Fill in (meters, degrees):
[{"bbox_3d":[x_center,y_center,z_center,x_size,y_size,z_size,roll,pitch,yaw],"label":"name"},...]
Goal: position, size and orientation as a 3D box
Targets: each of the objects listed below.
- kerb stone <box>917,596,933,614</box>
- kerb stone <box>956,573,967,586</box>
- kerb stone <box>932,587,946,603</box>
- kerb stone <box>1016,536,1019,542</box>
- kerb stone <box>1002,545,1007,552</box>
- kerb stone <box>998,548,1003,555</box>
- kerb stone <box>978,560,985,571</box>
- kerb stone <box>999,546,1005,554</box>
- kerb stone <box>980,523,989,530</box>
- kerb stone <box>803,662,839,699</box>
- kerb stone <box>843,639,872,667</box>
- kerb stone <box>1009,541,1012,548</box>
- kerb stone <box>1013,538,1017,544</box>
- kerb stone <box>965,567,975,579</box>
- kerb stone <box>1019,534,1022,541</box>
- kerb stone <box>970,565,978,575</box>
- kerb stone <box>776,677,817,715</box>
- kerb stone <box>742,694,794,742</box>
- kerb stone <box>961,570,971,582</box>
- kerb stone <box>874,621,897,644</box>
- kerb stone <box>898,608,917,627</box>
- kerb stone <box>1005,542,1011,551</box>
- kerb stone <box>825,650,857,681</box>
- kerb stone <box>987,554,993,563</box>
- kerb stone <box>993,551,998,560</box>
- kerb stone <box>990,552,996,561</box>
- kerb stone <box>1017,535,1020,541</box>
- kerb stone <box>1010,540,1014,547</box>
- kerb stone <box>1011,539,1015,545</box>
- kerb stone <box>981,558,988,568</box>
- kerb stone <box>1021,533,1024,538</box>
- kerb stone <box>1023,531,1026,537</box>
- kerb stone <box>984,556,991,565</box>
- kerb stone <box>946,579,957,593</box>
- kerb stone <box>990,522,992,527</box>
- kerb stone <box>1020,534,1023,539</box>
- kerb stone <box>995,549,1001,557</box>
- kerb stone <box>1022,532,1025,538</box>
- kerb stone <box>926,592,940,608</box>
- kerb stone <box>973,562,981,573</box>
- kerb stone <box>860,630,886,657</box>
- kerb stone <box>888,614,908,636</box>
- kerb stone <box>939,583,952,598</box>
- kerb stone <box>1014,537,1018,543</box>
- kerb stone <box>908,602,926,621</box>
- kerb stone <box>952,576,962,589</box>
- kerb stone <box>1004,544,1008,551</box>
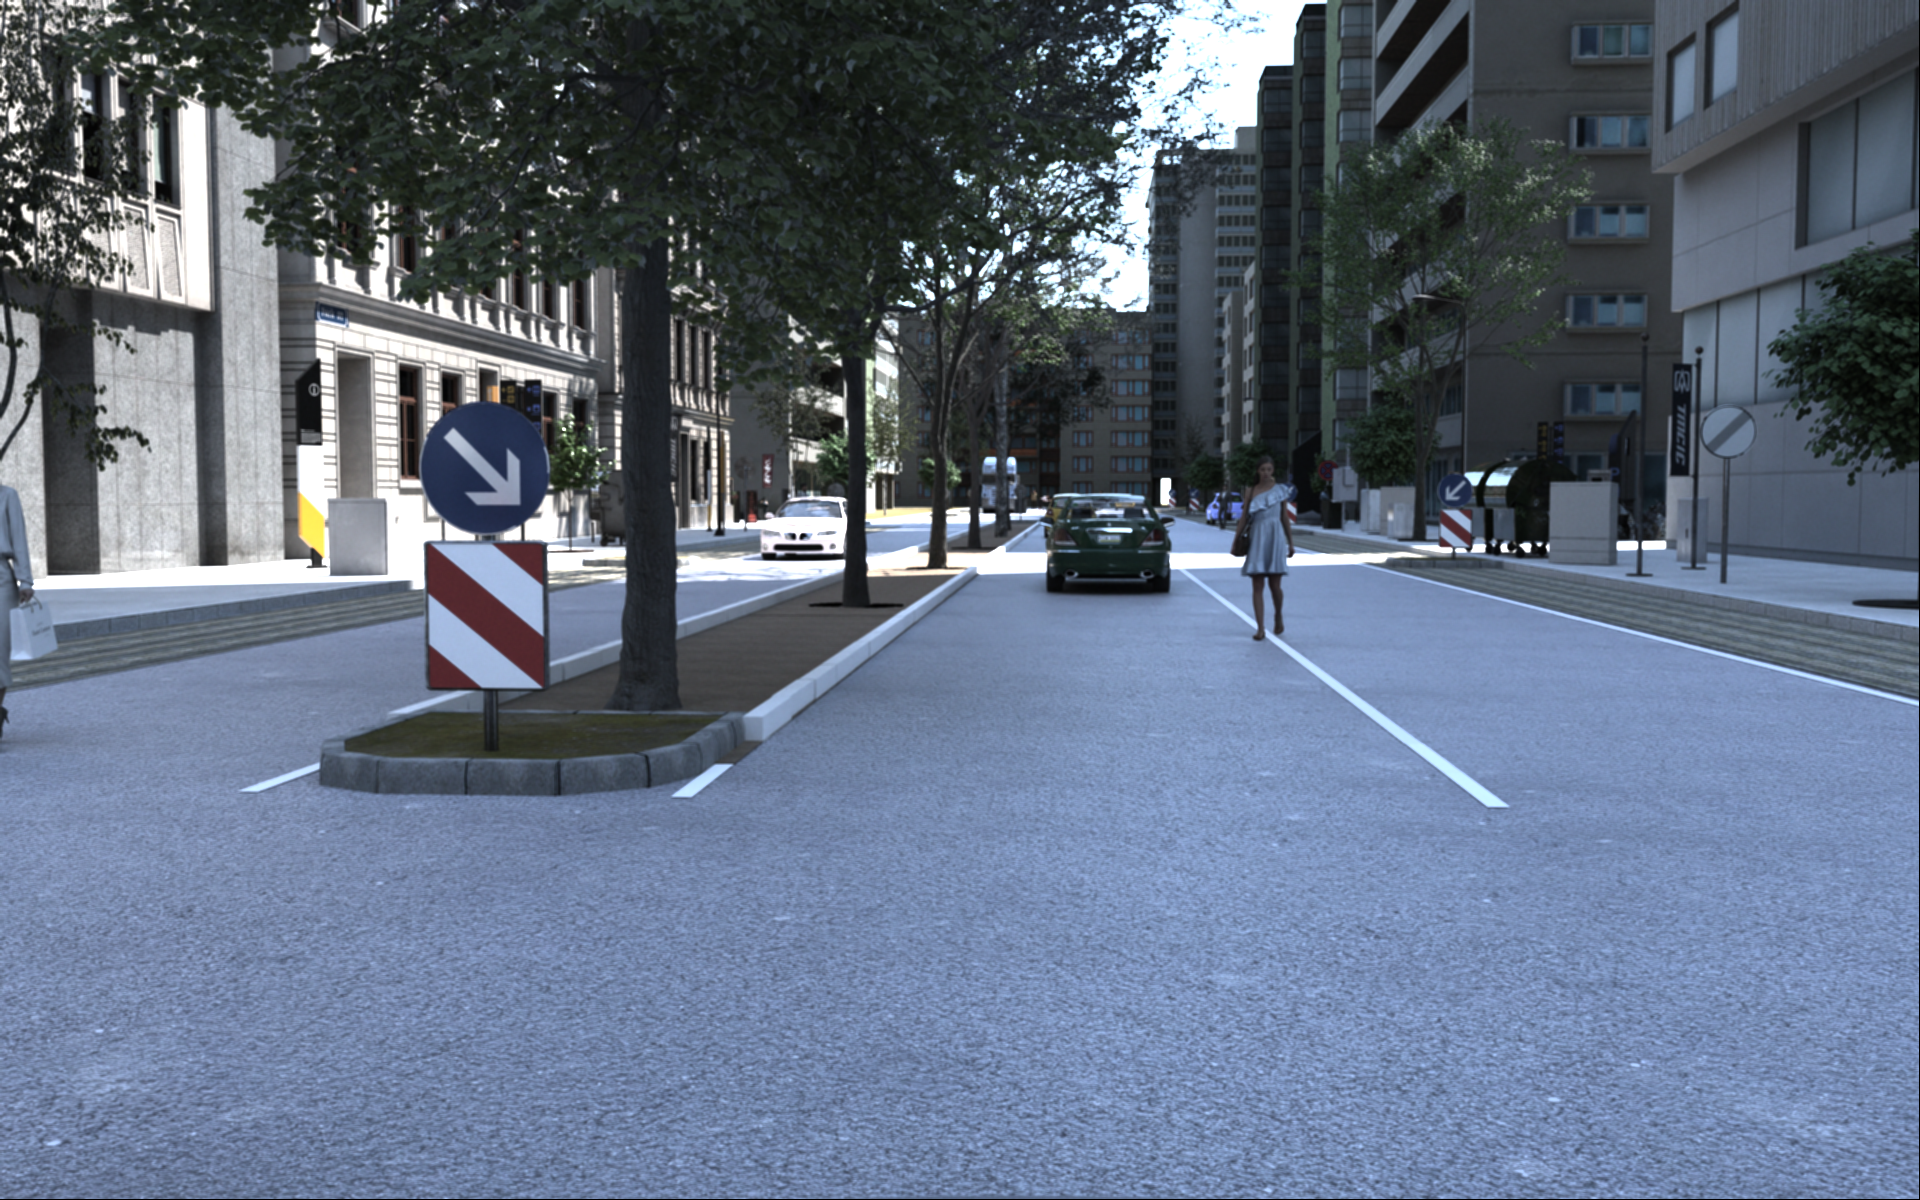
[{"bbox_3d":[-0.454,0.091,20.702,0.120,0.150,1.000,0,4,4],"label":"kerb stone"},{"bbox_3d":[-0.027,-0.284,26.834,0.120,0.150,1.000,0,4,4],"label":"kerb stone"},{"bbox_3d":[-0.311,-0.033,22.742,0.120,0.150,1.000,0,4,4],"label":"kerb stone"},{"bbox_3d":[1.540,-1.663,49.390,0.120,0.150,1.000,0,4,4],"label":"kerb stone"},{"bbox_3d":[0.971,-1.161,41.183,0.120,0.150,1.000,0,4,4],"label":"kerb stone"},{"bbox_3d":[0.823,-1.032,39.142,0.120,0.150,1.000,0,4,4],"label":"kerb stone"},{"bbox_3d":[0.329,-0.597,31.954,0.120,0.150,1.000,0,4,4],"label":"kerb stone"},{"bbox_3d":[0.904,-1.098,40.163,0.120,0.150,1.000,0,4,4],"label":"kerb stone"},{"bbox_3d":[1.008,-3.046,71.998,0.120,0.150,1.000,0,4,4],"label":"kerb stone"},{"bbox_3d":[-1.024,0.593,12.526,0.120,0.150,1.000,0,4,4],"label":"kerb stone"},{"bbox_3d":[-0.885,0.466,14.572,0.120,0.150,1.000,0,4,4],"label":"kerb stone"},{"bbox_3d":[1.191,-1.349,44.246,0.120,0.150,1.000,0,4,4],"label":"kerb stone"},{"bbox_3d":[1.406,-1.526,47.333,0.120,0.150,1.000,0,4,4],"label":"kerb stone"},{"bbox_3d":[0.115,-0.409,28.885,0.120,0.150,1.000,0,4,4],"label":"kerb stone"},{"bbox_3d":[1.682,-1.786,51.429,0.120,0.150,1.000,0,4,4],"label":"kerb stone"},{"bbox_3d":[0.184,-0.471,29.915,0.120,0.150,1.000,0,4,4],"label":"kerb stone"},{"bbox_3d":[-1.105,0.657,11.507,0.120,0.150,1.000,0,4,4],"label":"kerb stone"},{"bbox_3d":[-1.161,0.717,10.486,0.120,0.150,1.000,0,4,4],"label":"kerb stone"},{"bbox_3d":[0.042,-0.344,27.854,0.120,0.150,1.000,0,4,4],"label":"kerb stone"},{"bbox_3d":[-0.740,0.341,16.616,0.120,0.150,1.000,0,4,4],"label":"kerb stone"},{"bbox_3d":[-0.603,0.216,18.660,0.120,0.150,1.000,0,4,4],"label":"kerb stone"},{"bbox_3d":[1.119,-1.286,43.226,0.120,0.150,1.000,0,4,4],"label":"kerb stone"},{"bbox_3d":[-0.953,0.529,13.552,0.120,0.150,1.000,0,4,4],"label":"kerb stone"},{"bbox_3d":[0.533,-0.780,35.028,0.120,0.150,1.000,0,4,4],"label":"kerb stone"},{"bbox_3d":[0.681,-0.911,37.092,0.120,0.150,1.000,0,4,4],"label":"kerb stone"},{"bbox_3d":[0.610,-0.848,36.058,0.120,0.150,1.000,0,4,4],"label":"kerb stone"},{"bbox_3d":[1.609,-1.718,50.410,0.120,0.150,1.000,0,4,4],"label":"kerb stone"},{"bbox_3d":[1.256,-1.411,45.269,0.120,0.150,1.000,0,4,4],"label":"kerb stone"},{"bbox_3d":[1.327,-1.475,46.305,0.120,0.150,1.000,0,4,4],"label":"kerb stone"},{"bbox_3d":[0.393,-0.658,32.975,0.120,0.150,1.000,0,4,4],"label":"kerb stone"},{"bbox_3d":[1.824,-1.913,53.469,0.120,0.150,1.000,0,4,4],"label":"kerb stone"},{"bbox_3d":[1.971,-2.038,55.513,0.120,0.150,1.000,0,4,4],"label":"kerb stone"},{"bbox_3d":[0.468,-0.722,33.998,0.120,0.150,1.000,0,4,4],"label":"kerb stone"},{"bbox_3d":[-0.171,-0.158,24.794,0.120,0.150,1.000,0,4,4],"label":"kerb stone"},{"bbox_3d":[1.158,-3.171,74.049,0.120,0.150,1.000,0,4,4],"label":"kerb stone"},{"bbox_3d":[1.757,-1.850,52.449,0.120,0.150,1.000,0,4,4],"label":"kerb stone"},{"bbox_3d":[0.755,-0.973,38.111,0.120,0.150,1.000,0,4,4],"label":"kerb stone"},{"bbox_3d":[1.902,-1.975,54.489,0.120,0.150,1.000,0,4,4],"label":"kerb stone"},{"bbox_3d":[-0.384,0.030,21.723,0.120,0.150,1.000,0,4,4],"label":"kerb stone"},{"bbox_3d":[0.249,-0.535,30.935,0.120,0.150,1.000,0,4,4],"label":"kerb stone"},{"bbox_3d":[-0.809,0.404,15.592,0.120,0.150,1.000,0,4,4],"label":"kerb stone"},{"bbox_3d":[-0.670,0.280,17.636,0.120,0.150,1.000,0,4,4],"label":"kerb stone"},{"bbox_3d":[-0.246,-0.095,23.774,0.120,0.150,1.000,0,4,4],"label":"kerb stone"},{"bbox_3d":[1.471,-1.601,48.365,0.120,0.150,1.000,0,4,4],"label":"kerb stone"},{"bbox_3d":[-0.525,0.154,19.683,0.120,0.150,1.000,0,4,4],"label":"kerb stone"},{"bbox_3d":[-0.103,-0.221,25.814,0.120,0.150,1.000,0,4,4],"label":"kerb stone"},{"bbox_3d":[1.037,-1.224,42.204,0.120,0.150,1.000,0,4,4],"label":"kerb stone"}]
